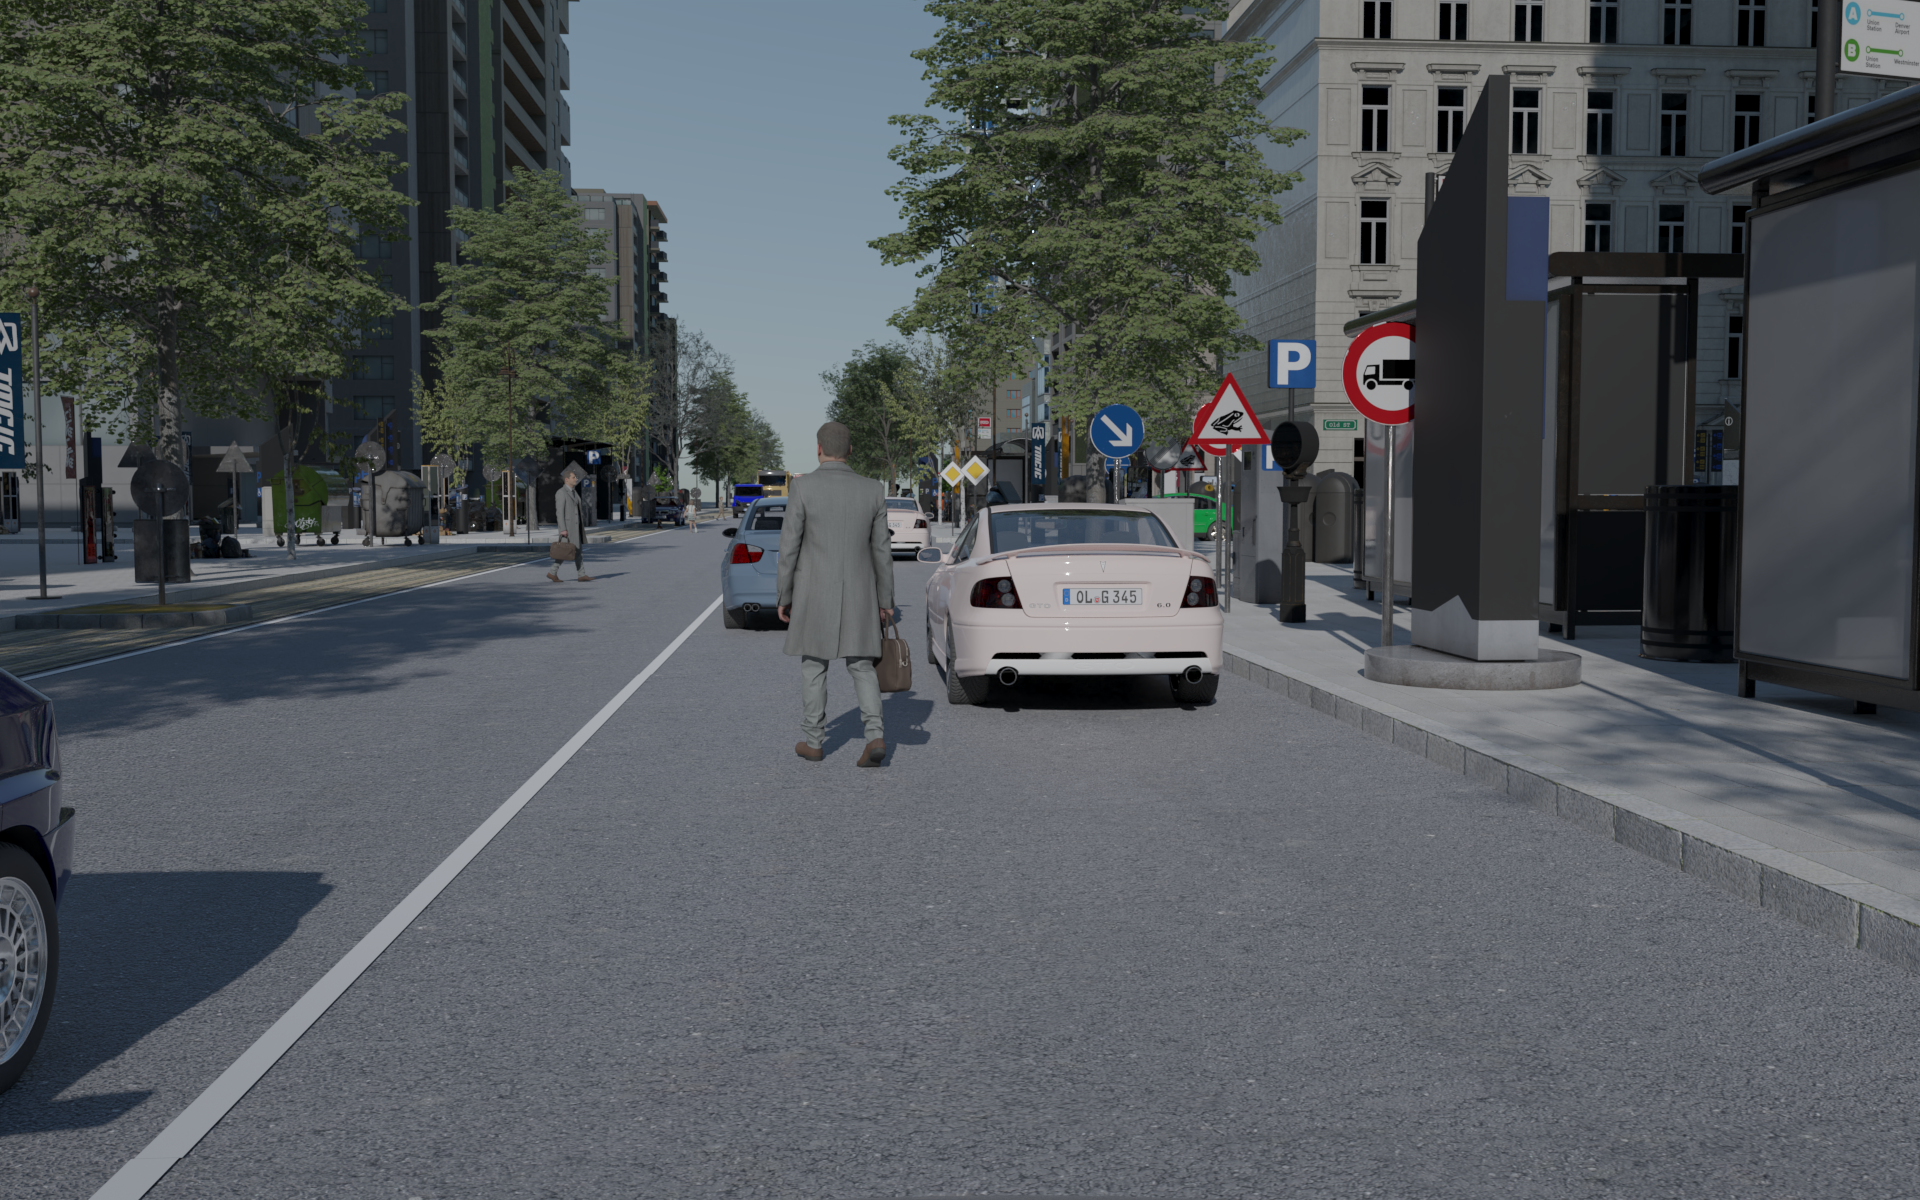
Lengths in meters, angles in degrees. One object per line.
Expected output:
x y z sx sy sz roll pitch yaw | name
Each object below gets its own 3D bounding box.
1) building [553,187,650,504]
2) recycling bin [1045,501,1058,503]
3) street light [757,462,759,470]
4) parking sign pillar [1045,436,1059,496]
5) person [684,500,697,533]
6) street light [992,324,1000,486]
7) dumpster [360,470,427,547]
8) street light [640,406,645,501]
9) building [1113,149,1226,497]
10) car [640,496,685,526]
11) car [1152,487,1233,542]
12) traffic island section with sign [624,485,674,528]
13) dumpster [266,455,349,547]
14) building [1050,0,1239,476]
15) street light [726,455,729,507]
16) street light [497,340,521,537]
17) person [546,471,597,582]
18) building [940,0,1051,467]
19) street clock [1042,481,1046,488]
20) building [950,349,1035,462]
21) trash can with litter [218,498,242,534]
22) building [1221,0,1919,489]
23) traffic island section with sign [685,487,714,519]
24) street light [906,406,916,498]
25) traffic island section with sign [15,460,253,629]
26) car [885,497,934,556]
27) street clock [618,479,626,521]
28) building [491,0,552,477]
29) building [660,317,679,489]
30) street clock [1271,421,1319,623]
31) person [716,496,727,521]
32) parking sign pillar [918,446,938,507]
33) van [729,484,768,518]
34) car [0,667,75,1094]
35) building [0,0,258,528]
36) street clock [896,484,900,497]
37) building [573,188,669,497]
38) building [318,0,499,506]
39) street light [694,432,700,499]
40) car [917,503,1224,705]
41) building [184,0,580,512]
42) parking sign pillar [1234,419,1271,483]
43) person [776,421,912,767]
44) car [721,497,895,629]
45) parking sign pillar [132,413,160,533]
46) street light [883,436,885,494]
-48.900 -33.336 228.644 14.154 41.232 14.086 0 4 -4 | building
2.975 -2.988 61.401 0.722 1.027 0.722 3 4 36 | recycling bin
-28.978 -16.910 249.270 0.468 5.910 1.993 0 4 -4 | street light
4.207 -5.683 81.382 1.447 3.967 1.447 -1 4 -23 | parking sign pillar
-9.996 -3.100 64.204 0.505 1.210 0.382 0 4 -6 | person
0.881 -4.374 44.308 0.468 5.910 1.993 0 4 -4 | street light
-14.031 -2.270 42.866 1.264 1.857 1.865 0 4 -4 | dumpster
-16.579 -7.188 90.308 0.468 5.910 1.993 0 4 -4 | street light
14.805 -15.778 108.886 10.553 20.767 40.483 0 4 -4 | building
-13.338 -3.997 77.927 1.945 1.354 3.894 0 4 -5 | car
5.970 -2.516 49.930 4.718 1.807 1.959 0 4 -4 | car
-13.297 -4.007 74.144 1.989 1.847 2.006 0 4 -4 | traffic island section with sign
-16.127 -2.468 42.845 1.502 2.255 1.985 0 4 -5 | dumpster
17.092 -43.469 148.972 20.563 71.187 20.611 0 4 -4 | building
-22.520 -11.861 166.720 0.468 5.910 1.993 0 4 -4 | street light
-13.512 -4.849 52.061 0.468 5.910 1.993 0 4 -4 | street light
-6.327 -1.196 28.157 0.767 1.812 0.694 1 4 10 | person
9.064 -58.646 271.527 22.319 86.520 31.000 0 4 -4 | building
3.683 -4.531 78.650 0.358 2.002 0.471 2 4 32 | street clock
13.446 -24.393 243.866 27.650 21.520 28.899 0 4 -4 | building
-23.444 -2.672 55.069 0.624 1.170 1.055 2 4 35 | trash can with litter
34.633 -18.362 76.640 44.131 29.872 17.030 0 4 -4 | building
-15.387 -5.660 101.176 1.989 1.847 2.006 0 4 -4 | traffic island section with sign
-2.499 -7.042 87.918 0.468 5.910 1.993 0 4 -4 | street light
-9.057 -0.650 19.253 1.989 1.847 2.006 0 4 -4 | traffic island section with sign
-1.604 -1.602 38.552 2.083 1.381 4.827 0 4 -3 | car
-15.892 -4.700 81.420 0.358 2.002 0.471 0 4 3 | street clock
-44.589 -31.293 135.335 21.300 48.544 21.600 0 4 -4 | building
-52.008 -30.635 272.585 14.160 30.474 14.107 0 4 -4 | building
3.328 -0.776 17.258 0.358 2.002 0.471 -2 4 -31 | street clock
-12.850 -4.918 93.183 0.640 1.303 0.475 -2 4 -33 | person
-1.659 -6.253 90.701 1.447 3.967 1.447 -2 4 -34 | parking sign pillar
-12.611 -6.065 103.543 2.240 2.365 5.245 0 4 -6 | van
-3.061 0.600 2.772 1.945 1.354 3.894 0 4 -3 | car
-42.975 -29.728 75.284 28.713 52.752 27.495 0 4 -4 | building
-4.412 -7.093 120.544 0.471 2.002 0.358 1 4 13 | street clock
-53.907 -36.445 250.491 22.147 44.769 28.867 0 4 -4 | building
-39.210 -26.382 114.937 14.154 41.232 14.086 0 4 -4 | building
-19.480 -9.505 128.198 0.468 5.910 1.993 0 4 -4 | street light
0.739 -0.053 13.221 2.083 1.381 4.827 0 4 -4 | car
-50.851 -34.866 159.299 28.713 52.752 27.495 0 4 -4 | building
10.621 -4.550 62.865 1.447 3.967 1.447 1 4 15 | parking sign pillar
-0.643 -0.036 9.191 0.694 1.812 0.767 -1 4 -21 | person
-1.734 -0.473 19.743 2.014 1.417 4.499 0 4 -4 | car
-27.014 -4.256 58.052 1.447 3.967 1.447 -2 4 -30 | parking sign pillar
-5.531 -9.381 126.168 0.468 5.910 1.993 0 4 -4 | street light
